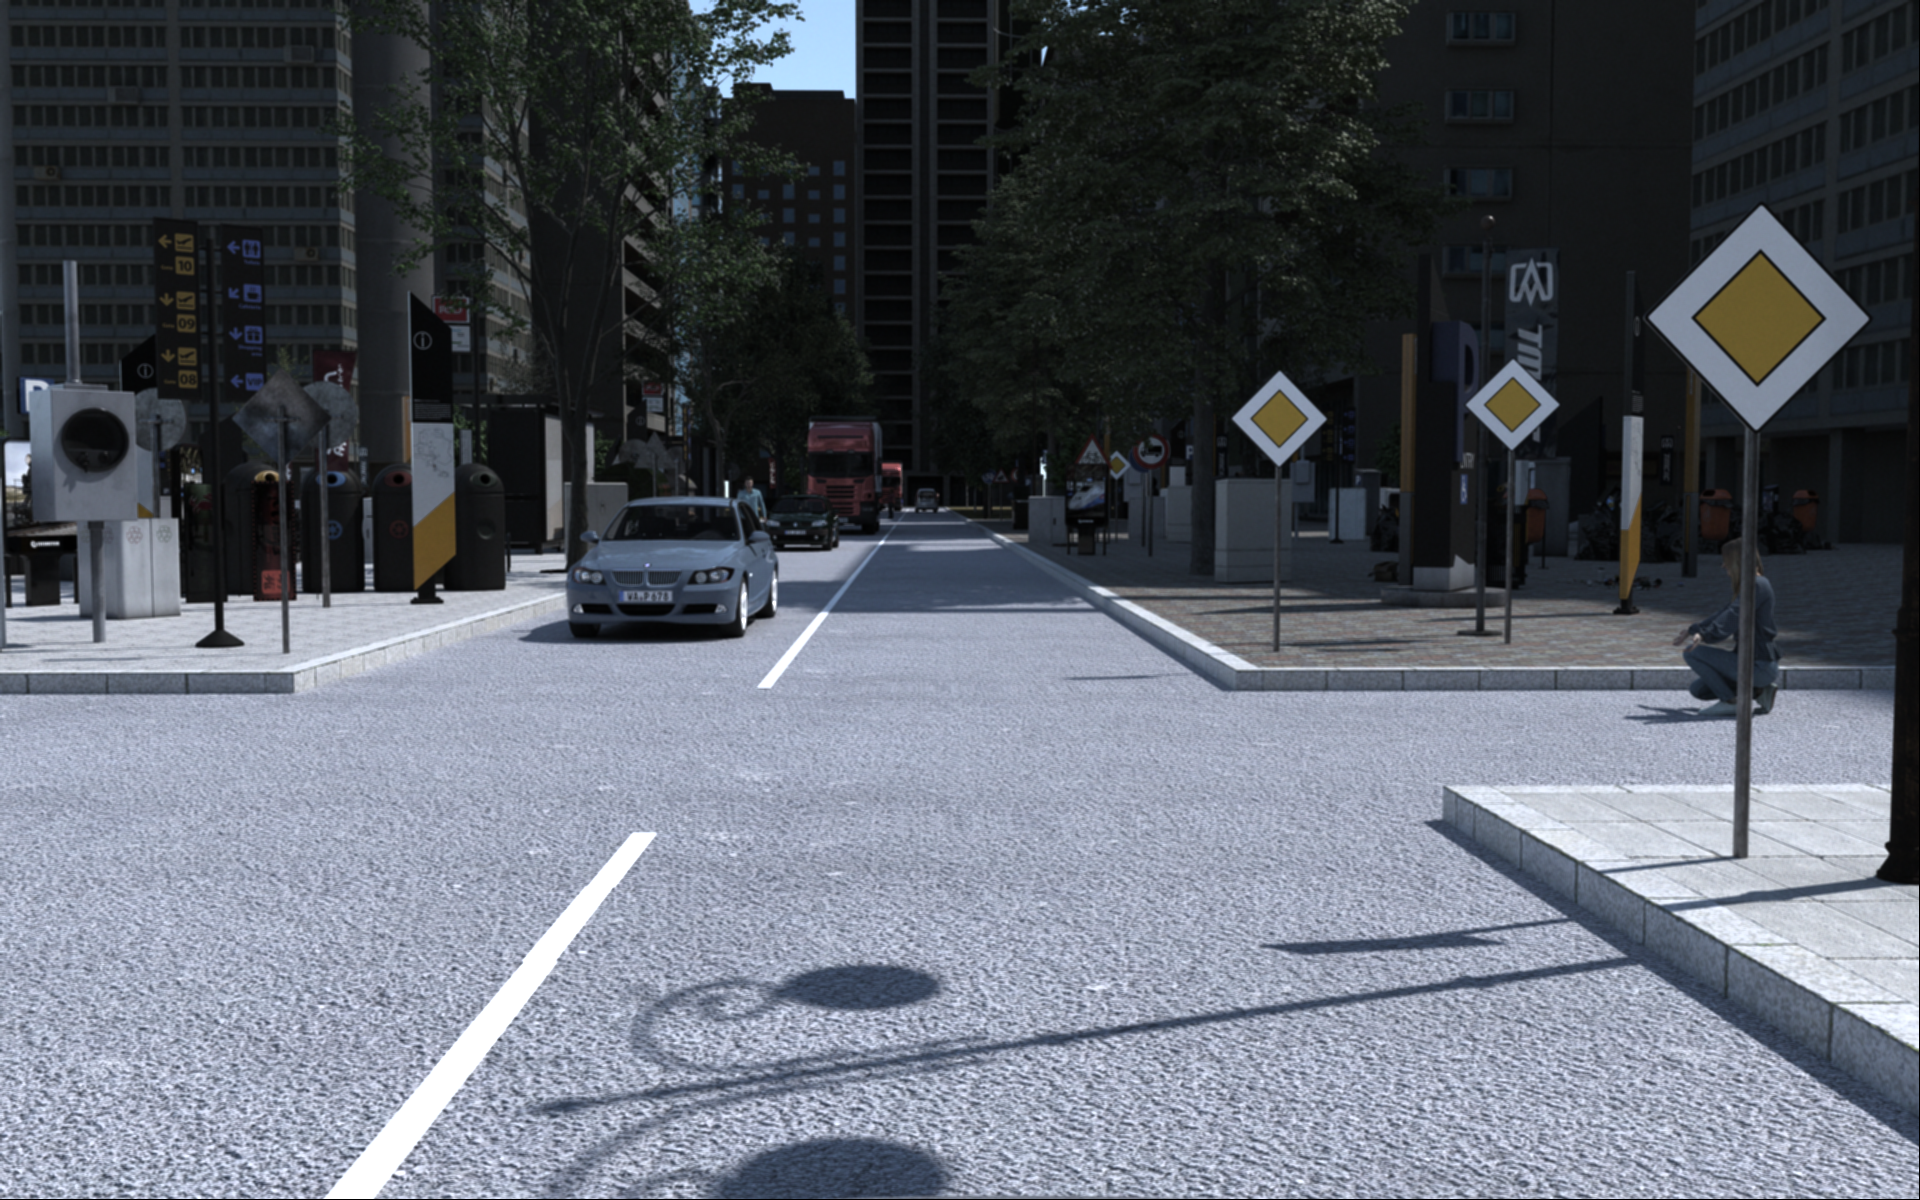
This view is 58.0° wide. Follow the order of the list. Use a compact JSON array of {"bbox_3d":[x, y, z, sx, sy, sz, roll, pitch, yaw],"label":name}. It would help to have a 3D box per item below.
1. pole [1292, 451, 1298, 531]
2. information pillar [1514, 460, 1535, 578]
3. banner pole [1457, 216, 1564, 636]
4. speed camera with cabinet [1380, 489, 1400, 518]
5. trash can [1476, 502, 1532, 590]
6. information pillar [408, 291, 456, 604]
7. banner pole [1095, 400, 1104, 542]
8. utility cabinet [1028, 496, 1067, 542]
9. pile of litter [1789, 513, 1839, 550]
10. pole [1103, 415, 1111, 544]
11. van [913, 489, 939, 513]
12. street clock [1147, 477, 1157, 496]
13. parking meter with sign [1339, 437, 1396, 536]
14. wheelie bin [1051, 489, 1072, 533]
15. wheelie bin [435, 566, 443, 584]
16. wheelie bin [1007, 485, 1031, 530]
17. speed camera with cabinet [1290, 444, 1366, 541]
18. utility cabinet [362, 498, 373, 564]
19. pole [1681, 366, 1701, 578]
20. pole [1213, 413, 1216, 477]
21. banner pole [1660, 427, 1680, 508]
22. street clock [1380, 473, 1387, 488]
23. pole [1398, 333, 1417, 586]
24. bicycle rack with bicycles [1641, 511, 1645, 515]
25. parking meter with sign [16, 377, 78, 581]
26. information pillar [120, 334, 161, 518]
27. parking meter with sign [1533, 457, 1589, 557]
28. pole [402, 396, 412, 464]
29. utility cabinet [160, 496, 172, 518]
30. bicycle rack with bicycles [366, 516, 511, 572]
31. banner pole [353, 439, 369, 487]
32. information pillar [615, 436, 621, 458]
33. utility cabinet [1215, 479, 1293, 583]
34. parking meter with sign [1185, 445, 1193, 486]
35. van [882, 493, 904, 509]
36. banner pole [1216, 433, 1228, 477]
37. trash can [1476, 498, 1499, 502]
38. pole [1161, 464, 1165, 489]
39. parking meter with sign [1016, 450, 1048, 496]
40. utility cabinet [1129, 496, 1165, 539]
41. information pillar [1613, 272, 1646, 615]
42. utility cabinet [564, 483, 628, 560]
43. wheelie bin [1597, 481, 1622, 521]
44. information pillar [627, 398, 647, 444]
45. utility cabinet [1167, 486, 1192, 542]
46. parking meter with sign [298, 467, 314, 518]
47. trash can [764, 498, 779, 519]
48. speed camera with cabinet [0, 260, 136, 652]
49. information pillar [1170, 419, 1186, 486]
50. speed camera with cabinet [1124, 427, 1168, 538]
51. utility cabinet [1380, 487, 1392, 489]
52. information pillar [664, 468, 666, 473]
[{"bbox_3d":[11.541,-4.028,59.701,0.158,3.312,0.155,0,3,0],"label":"pole"},{"bbox_3d":[8.655,-2.160,26.672,0.183,3.616,0.504,2,4,33],"label":"information pillar"},{"bbox_3d":[4.955,-1.564,15.589,0.863,3.779,0.401,2,4,25],"label":"banner pole"},{"bbox_3d":[14.203,-3.733,55.365,2.038,3.252,0.660,-2,4,-28],"label":"speed camera with cabinet"},{"bbox_3d":[7.323,-0.718,23.393,0.748,1.137,0.748,0,3,0],"label":"trash can"},{"bbox_3d":[-6.171,-1.765,20.216,0.504,3.616,0.183,-2,4,-29],"label":"information pillar"},{"bbox_3d":[3.730,-3.434,46.165,0.401,3.779,0.863,1,4,19],"label":"banner pole"},{"bbox_3d":[2.354,-2.156,46.411,1.020,1.237,0.306,0,4,8],"label":"utility cabinet"},{"bbox_3d":[19.488,-1.607,40.246,1.176,0.858,1.719,-2,4,-27],"label":"pile of litter"},{"bbox_3d":[3.793,-3.109,44.667,0.158,3.312,0.155,0,3,0],"label":"pole"},{"bbox_3d":[-2.593,-7.660,132.252,2.013,2.044,4.112,0,4,-2],"label":"van"},{"bbox_3d":[8.027,-4.178,72.872,0.471,2.002,0.358,-1,4,-13],"label":"street clock"},{"bbox_3d":[12.547,-3.484,53.219,1.738,3.016,0.543,-1,4,-19],"label":"parking meter with sign"},{"bbox_3d":[3.347,-2.986,56.732,0.693,1.594,0.980,-3,5,-44],"label":"wheelie bin"},{"bbox_3d":[-7.632,-1.031,24.765,0.980,1.594,0.693,-1,4,-17],"label":"wheelie bin"},{"bbox_3d":[2.182,-3.354,62.740,0.980,1.594,0.693,-1,4,-9],"label":"wheelie bin"},{"bbox_3d":[10.093,-3.253,47.523,2.038,3.252,0.660,1,4,10],"label":"speed camera with cabinet"},{"bbox_3d":[-10.934,-1.290,32.249,0.306,1.237,1.020,-2,4,-33],"label":"utility cabinet"},{"bbox_3d":[11.243,-2.004,26.608,0.158,3.312,0.155,0,3,0],"label":"pole"},{"bbox_3d":[6.346,-3.054,43.769,0.158,3.312,0.155,0,3,0],"label":"pole"},{"bbox_3d":[26.529,-4.564,64.636,0.863,3.779,0.401,0,4,6],"label":"banner pole"},{"bbox_3d":[14.805,-3.425,60.563,0.358,2.002,0.471,1,4,16],"label":"street clock"},{"bbox_3d":[5.736,-1.731,22.138,0.158,3.312,0.155,0,3,0],"label":"pole"},{"bbox_3d":[20.118,-2.454,53.497,2.925,0.926,2.852,2,4,28],"label":"bicycle rack with bicycles"},{"bbox_3d":[-13.144,-1.795,25.614,1.738,3.016,0.543,2,4,31],"label":"parking meter with sign"},{"bbox_3d":[-11.897,-2.070,25.191,0.504,3.616,0.183,-2,4,-30],"label":"information pillar"},{"bbox_3d":[12.168,-2.403,35.546,1.738,3.016,0.543,1,4,22],"label":"parking meter with sign"},{"bbox_3d":[-11.543,-2.593,36.246,0.158,3.312,0.155,0,3,0],"label":"pole"},{"bbox_3d":[-22.437,-2.305,48.849,1.020,1.237,0.306,-3,4,-39],"label":"utility cabinet"},{"bbox_3d":[-8.589,-0.950,28.921,2.852,0.926,2.925,-1,4,-13],"label":"bicycle rack with bicycles"},{"bbox_3d":[-27.100,-5.399,78.292,0.863,3.779,0.401,0,4,8],"label":"banner pole"},{"bbox_3d":[-13.666,-4.771,69.355,0.183,3.616,0.504,1,4,10],"label":"information pillar"},{"bbox_3d":[4.239,-1.000,25.036,1.173,1.500,0.318,-2,4,-29],"label":"utility cabinet"},{"bbox_3d":[8.541,-3.923,60.406,0.543,3.016,1.738,-2,4,-33],"label":"parking meter with sign"},{"bbox_3d":[-6.434,-9.773,164.170,2.240,2.365,5.245,0,4,-1],"label":"van"},{"bbox_3d":[9.334,-4.446,62.711,0.863,3.779,0.401,-1,4,-23],"label":"banner pole"},{"bbox_3d":[17.783,-2.864,58.472,0.748,1.137,0.748,0,3,0],"label":"trash can"},{"bbox_3d":[8.009,-4.556,68.326,0.158,3.312,0.155,0,3,0],"label":"pole"},{"bbox_3d":[2.854,-4.342,67.260,1.738,3.016,0.543,-3,5,-44],"label":"parking meter with sign"},{"bbox_3d":[5.385,-2.366,49.845,1.020,1.237,0.306,0,4,5],"label":"utility cabinet"},{"bbox_3d":[7.191,-1.662,18.522,0.183,3.616,0.504,3,4,36],"label":"information pillar"},{"bbox_3d":[-6.995,-1.508,33.328,1.173,1.500,0.318,-1,4,-21],"label":"utility cabinet"},{"bbox_3d":[16.050,-2.119,42.558,0.693,1.594,0.980,1,4,8],"label":"wheelie bin"},{"bbox_3d":[-7.877,-3.122,42.402,0.504,3.616,0.183,0,4,-4],"label":"information pillar"},{"bbox_3d":[5.948,-2.255,45.545,0.318,1.500,1.173,-2,4,-32],"label":"utility cabinet"},{"bbox_3d":[-18.312,-3.238,49.196,1.738,3.016,0.543,0,4,5],"label":"parking meter with sign"},{"bbox_3d":[-7.141,-3.330,66.102,0.748,1.137,0.748,0,3,0],"label":"trash can"},{"bbox_3d":[-7.892,-1.213,14.165,0.660,3.252,2.038,3,5,44],"label":"speed camera with cabinet"},{"bbox_3d":[6.539,-3.707,51.965,0.504,3.616,0.183,-1,4,-16],"label":"information pillar"},{"bbox_3d":[5.859,-3.465,50.995,2.038,3.252,0.660,1,4,9],"label":"speed camera with cabinet"},{"bbox_3d":[13.814,-2.964,57.136,0.318,1.500,1.173,-1,4,-15],"label":"utility cabinet"},{"bbox_3d":[-15.017,-5.917,88.093,0.504,3.616,0.183,1,4,11],"label":"information pillar"}]
